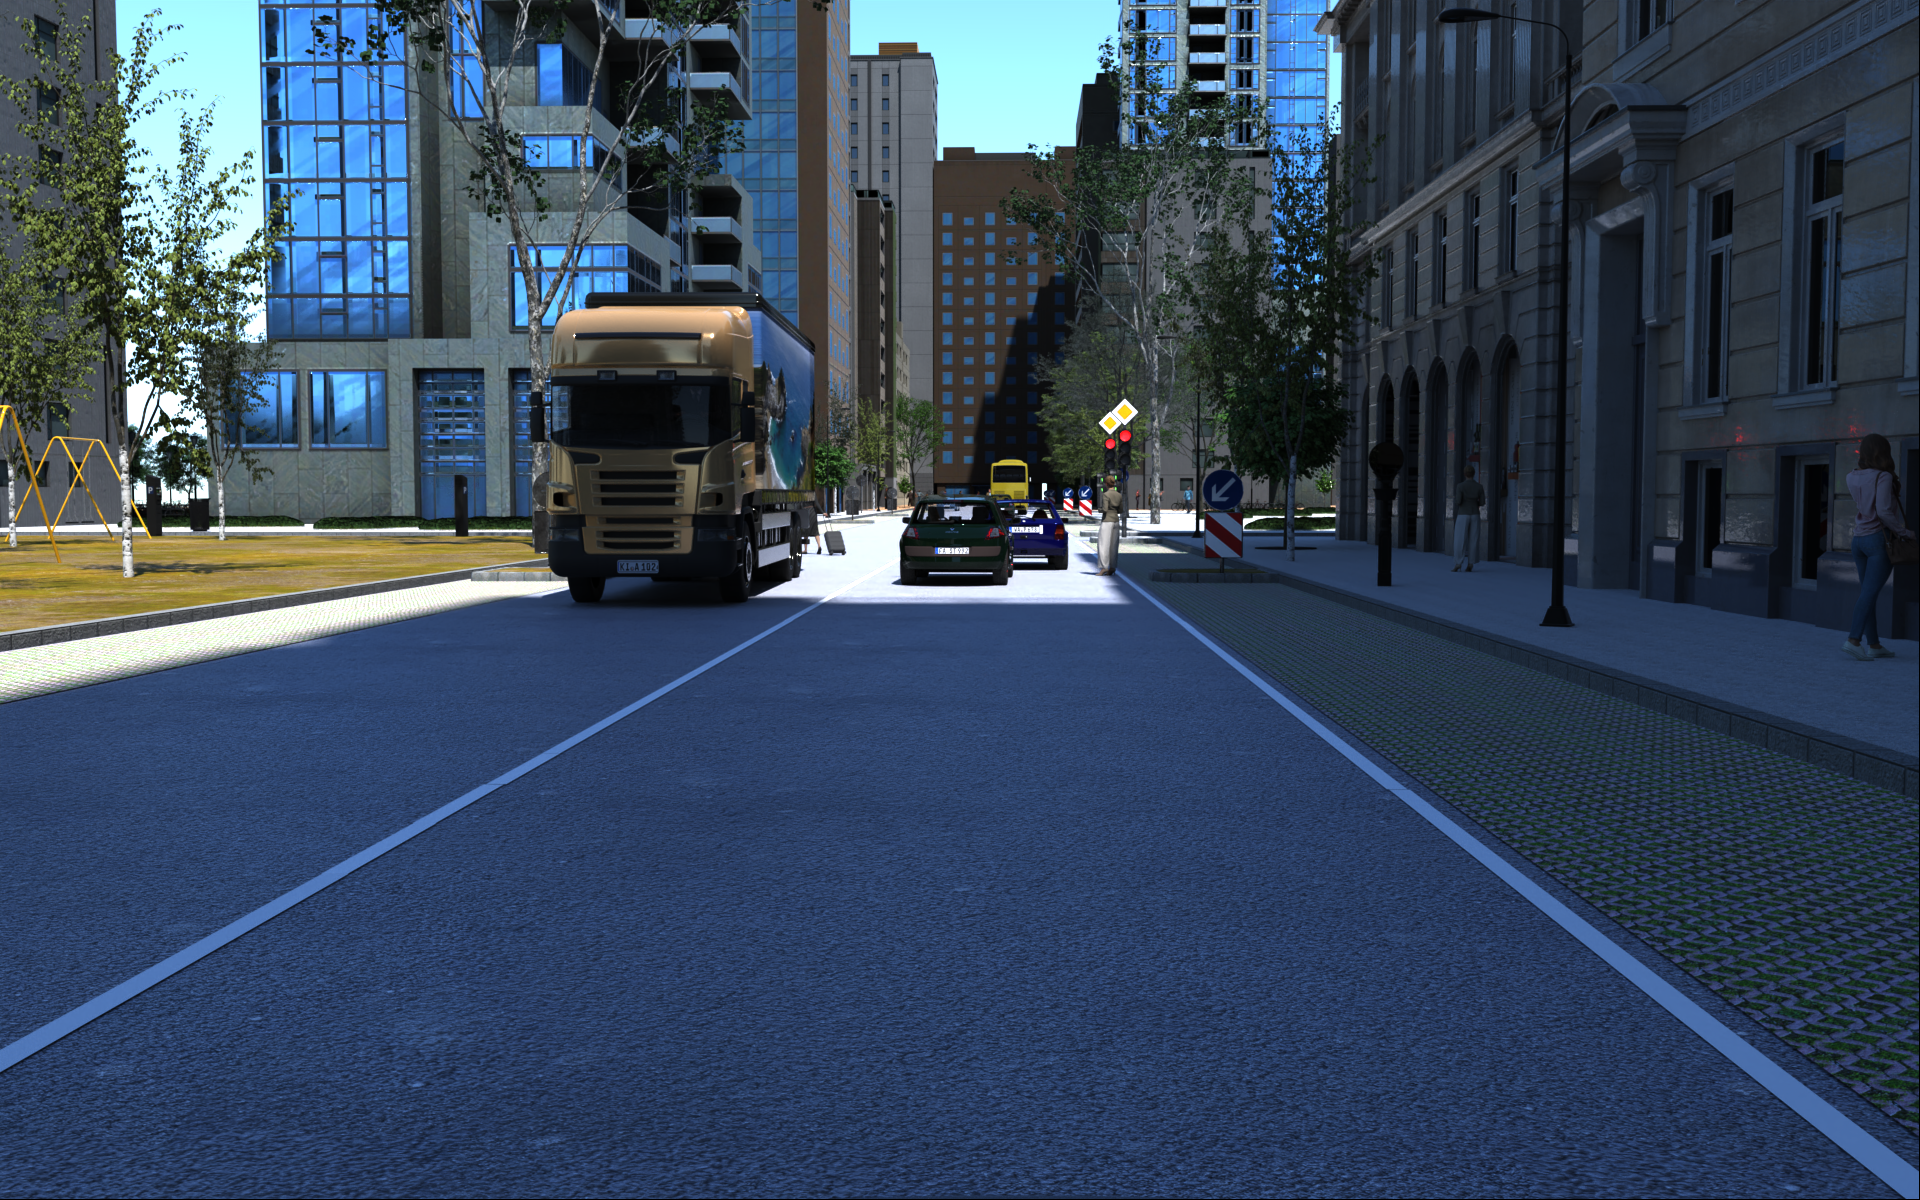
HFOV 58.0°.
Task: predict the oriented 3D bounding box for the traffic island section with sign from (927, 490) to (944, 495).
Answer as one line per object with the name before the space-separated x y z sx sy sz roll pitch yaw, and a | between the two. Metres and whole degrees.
traffic island section with sign | -2.716 -9.329 161.158 1.989 1.847 2.006 0 4 2

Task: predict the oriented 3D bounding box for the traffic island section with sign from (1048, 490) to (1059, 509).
traffic island section with sign | 6.803 -6.258 110.939 1.989 1.847 2.006 0 4 2

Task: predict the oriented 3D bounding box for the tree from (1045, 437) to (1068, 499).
tree | 10.695 -13.755 175.262 4.360 8.622 3.978 0 3 0

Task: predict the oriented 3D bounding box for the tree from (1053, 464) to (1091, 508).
tree | 10.762 -11.343 169.166 4.285 4.588 4.351 0 3 0

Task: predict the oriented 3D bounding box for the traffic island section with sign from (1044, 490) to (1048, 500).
traffic island section with sign | 8.414 -9.322 161.045 1.989 1.847 2.006 0 4 2

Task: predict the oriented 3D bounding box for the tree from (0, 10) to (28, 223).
tree | -13.476 -4.281 20.363 4.360 8.622 3.978 0 3 0

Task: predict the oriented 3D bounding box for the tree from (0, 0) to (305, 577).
tree | -12.595 -4.653 26.443 4.737 8.622 4.395 0 3 0

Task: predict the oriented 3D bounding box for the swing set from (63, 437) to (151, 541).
swing set | -24.650 -3.115 48.555 2.862 2.851 3.119 0 4 -6

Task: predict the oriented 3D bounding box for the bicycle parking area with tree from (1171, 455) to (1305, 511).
bicycle parking area with tree | 20.092 -8.487 125.768 9.016 4.147 8.231 0 4 2

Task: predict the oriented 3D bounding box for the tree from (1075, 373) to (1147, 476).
tree | 9.122 -9.375 103.647 4.737 8.622 4.395 0 3 0

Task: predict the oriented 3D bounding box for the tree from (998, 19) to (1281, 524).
tree | 7.073 -13.231 72.209 12.611 20.169 13.585 0 3 0

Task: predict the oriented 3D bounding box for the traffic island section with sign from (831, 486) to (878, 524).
traffic island section with sign | -5.192 -4.627 84.282 1.989 1.847 2.006 0 4 2

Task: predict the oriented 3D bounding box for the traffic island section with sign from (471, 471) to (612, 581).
traffic island section with sign | -6.965 -1.256 29.161 1.989 1.847 2.006 0 4 2

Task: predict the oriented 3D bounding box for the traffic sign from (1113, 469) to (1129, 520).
traffic sign | 7.869 -5.172 84.662 0.768 2.556 0.104 0 4 6

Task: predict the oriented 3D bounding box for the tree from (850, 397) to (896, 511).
tree | -6.635 -11.019 130.529 4.737 8.622 4.395 0 3 0

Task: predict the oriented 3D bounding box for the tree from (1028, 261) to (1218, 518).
tree | 8.771 -11.134 92.404 12.009 13.543 11.850 0 3 0

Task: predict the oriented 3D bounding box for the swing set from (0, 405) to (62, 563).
swing set | -18.329 -2.027 30.768 3.119 2.851 2.862 0 4 4

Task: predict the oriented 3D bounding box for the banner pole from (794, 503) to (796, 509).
banner pole | -7.328 -5.296 76.603 0.401 3.779 0.863 0 4 4

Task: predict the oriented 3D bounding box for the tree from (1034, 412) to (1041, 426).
tree | 9.716 -13.314 135.807 7.486 12.596 7.792 0 3 0

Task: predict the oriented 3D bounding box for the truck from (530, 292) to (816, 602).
truck | -3.946 -2.291 26.369 2.839 4.237 11.283 0 4 1

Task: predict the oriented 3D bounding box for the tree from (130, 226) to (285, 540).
tree | -20.399 -5.939 47.458 4.360 8.622 3.978 0 3 0

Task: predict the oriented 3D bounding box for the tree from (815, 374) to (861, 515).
tree | -7.793 -9.550 106.509 4.360 8.622 3.978 0 3 0

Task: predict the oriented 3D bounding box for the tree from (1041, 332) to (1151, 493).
tree | 10.094 -12.407 120.979 7.486 12.596 7.792 0 3 0

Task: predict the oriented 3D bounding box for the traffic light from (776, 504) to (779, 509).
traffic light | -6.275 -4.306 59.326 0.839 4.253 0.868 0 4 2

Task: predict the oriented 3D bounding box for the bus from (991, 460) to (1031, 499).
bus | 3.593 -8.042 123.028 2.896 3.916 12.252 0 4 3

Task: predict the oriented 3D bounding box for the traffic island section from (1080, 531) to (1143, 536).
traffic island section | 5.121 -2.251 59.090 2.009 0.180 2.903 0 4 2

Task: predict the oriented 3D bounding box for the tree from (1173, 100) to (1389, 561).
tree | 6.289 -5.061 33.111 4.737 8.622 4.395 0 3 0

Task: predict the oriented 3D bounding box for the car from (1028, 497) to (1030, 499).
car | 6.300 -10.422 179.985 1.945 1.707 3.694 0 4 4

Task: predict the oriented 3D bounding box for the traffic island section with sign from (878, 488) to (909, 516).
traffic island section with sign | -4.310 -6.285 111.383 1.989 1.847 2.006 0 4 2

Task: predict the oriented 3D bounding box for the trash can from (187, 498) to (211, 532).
trash can | -26.072 -2.919 59.384 0.748 1.137 0.748 0 3 0

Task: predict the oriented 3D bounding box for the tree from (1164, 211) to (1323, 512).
tree | 7.270 -5.787 44.974 4.360 8.622 3.978 0 3 0

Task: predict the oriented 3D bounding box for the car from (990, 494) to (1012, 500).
car | 2.408 -5.716 103.250 2.009 1.686 4.222 0 4 2

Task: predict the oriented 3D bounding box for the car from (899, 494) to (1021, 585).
car | -0.004 -1.155 28.665 2.009 1.686 4.222 0 4 3

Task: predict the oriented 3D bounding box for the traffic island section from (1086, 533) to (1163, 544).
traffic island section | 4.864 -1.763 51.109 2.009 0.180 2.903 0 4 2

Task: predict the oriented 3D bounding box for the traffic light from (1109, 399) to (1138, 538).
traffic light | 4.824 -3.797 50.996 0.839 4.253 0.868 0 4 2

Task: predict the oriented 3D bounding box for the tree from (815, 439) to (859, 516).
tree | -7.574 -7.156 100.719 4.285 4.588 4.351 0 3 0

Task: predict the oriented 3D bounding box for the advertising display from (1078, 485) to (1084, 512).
advertising display | 8.832 -7.427 126.642 0.123 1.923 0.974 1 4 23

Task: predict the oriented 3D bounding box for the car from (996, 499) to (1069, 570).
car | 1.192 -1.318 34.126 1.945 1.354 3.894 0 3 0

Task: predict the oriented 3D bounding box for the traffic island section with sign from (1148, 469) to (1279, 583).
traffic island section with sign | 4.154 -1.225 28.661 1.989 1.847 2.006 0 4 2

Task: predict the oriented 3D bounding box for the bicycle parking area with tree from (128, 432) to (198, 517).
bicycle parking area with tree | -37.850 -5.853 82.705 9.016 4.147 8.231 1 4 20

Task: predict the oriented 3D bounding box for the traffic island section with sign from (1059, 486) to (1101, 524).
traffic island section with sign | 5.920 -4.590 83.676 1.989 1.847 2.006 0 4 2

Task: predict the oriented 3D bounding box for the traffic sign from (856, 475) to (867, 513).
traffic sign | -6.586 -7.068 115.672 0.768 2.556 0.104 1 4 9

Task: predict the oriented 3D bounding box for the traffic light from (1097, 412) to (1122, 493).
traffic light | 5.081 -4.285 58.977 0.839 4.253 0.868 0 4 2

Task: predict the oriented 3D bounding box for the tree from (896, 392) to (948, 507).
tree | -4.806 -15.324 176.309 9.928 11.665 9.643 0 3 0

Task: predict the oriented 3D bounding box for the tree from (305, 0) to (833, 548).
tree | -9.102 -11.251 39.840 12.611 20.169 13.585 0 3 0

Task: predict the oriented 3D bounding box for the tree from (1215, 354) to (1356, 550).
tree | 7.549 -3.465 40.361 4.285 4.588 4.351 0 3 0

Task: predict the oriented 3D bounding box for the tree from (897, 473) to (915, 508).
tree | -4.983 -10.082 159.449 1.663 3.219 1.824 0 3 0
